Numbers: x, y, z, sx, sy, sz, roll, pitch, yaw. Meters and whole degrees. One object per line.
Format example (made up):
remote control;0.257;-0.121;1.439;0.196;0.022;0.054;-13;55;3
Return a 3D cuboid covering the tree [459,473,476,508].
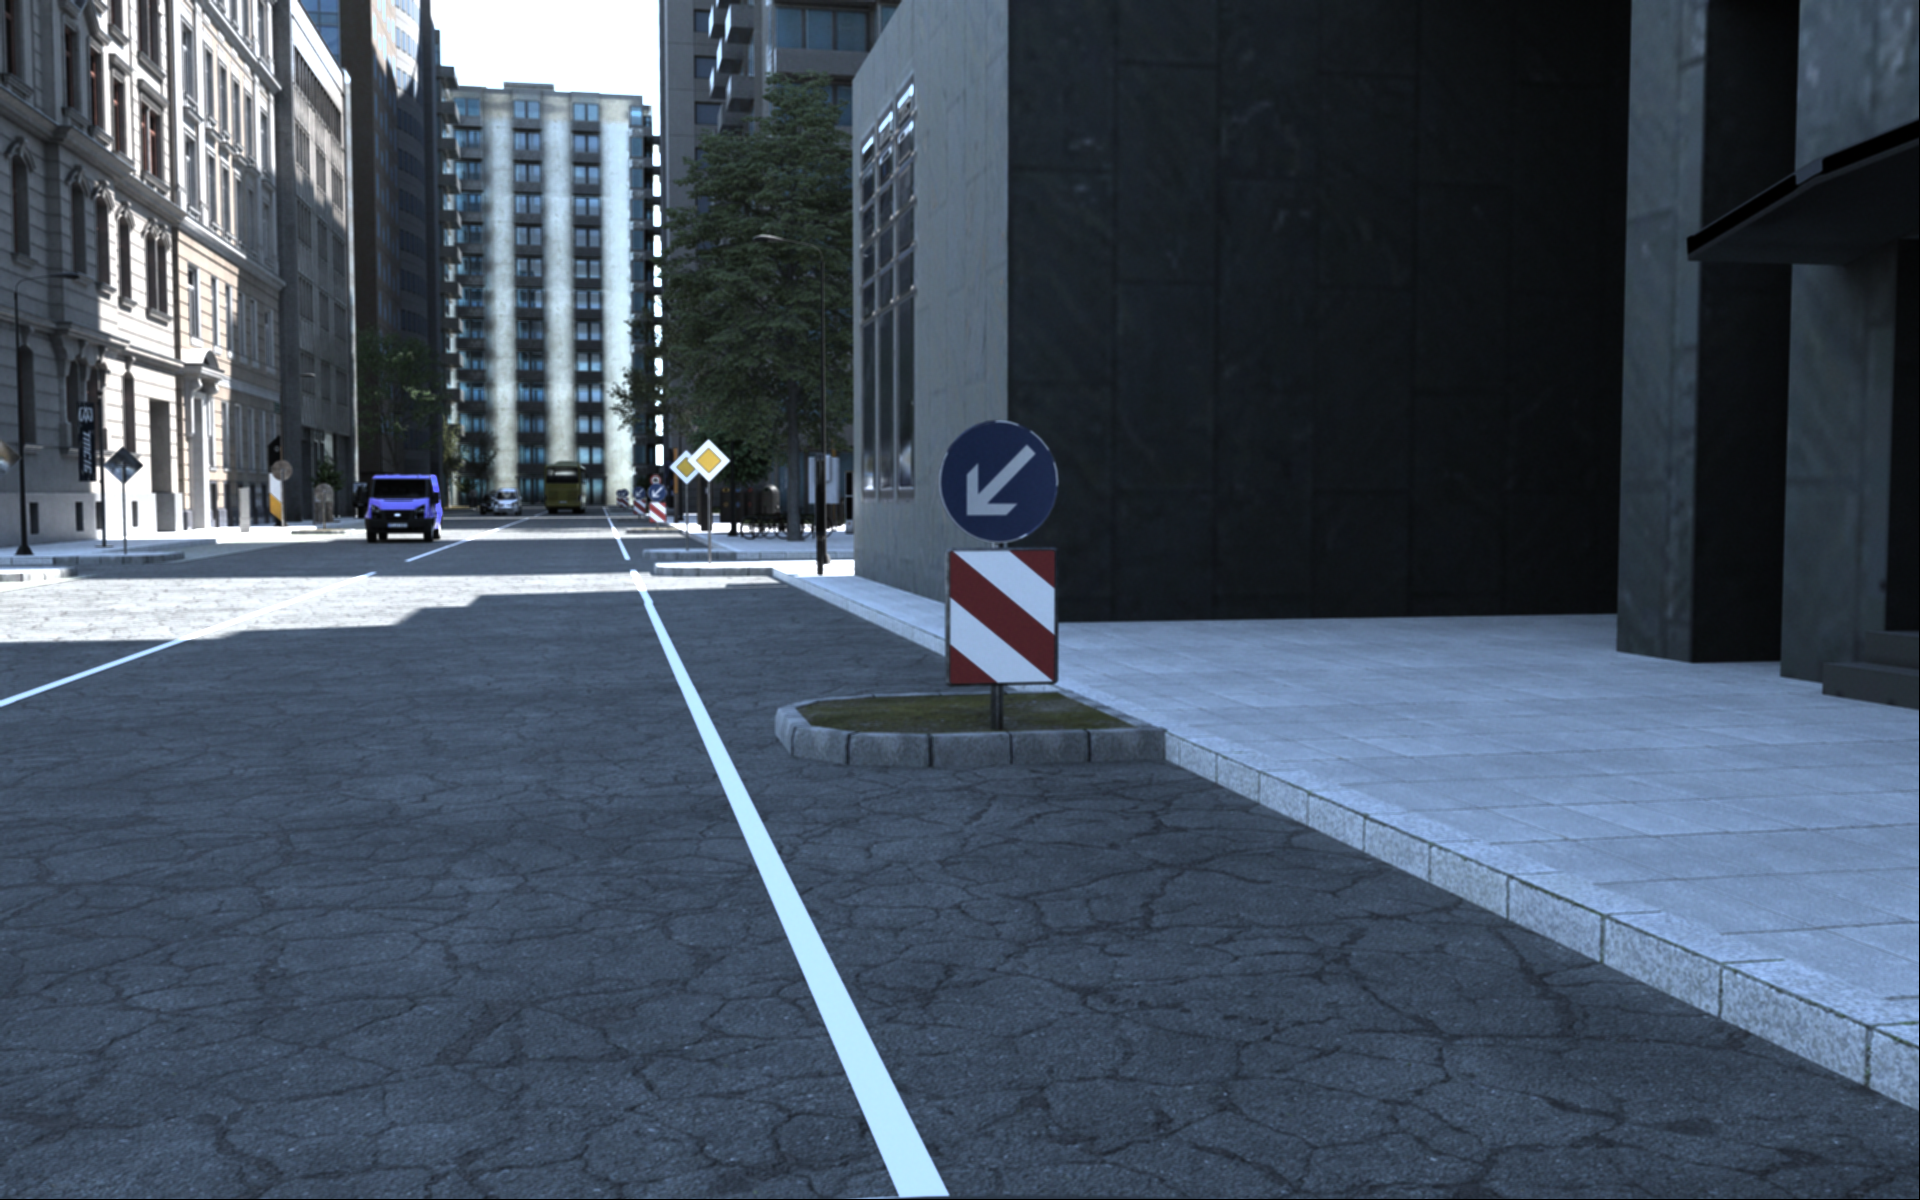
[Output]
tree;-45.985;-10.223;161.743;1.663;3.219;1.824;0;3;0

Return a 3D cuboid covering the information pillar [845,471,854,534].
information pillar;-3.496;-3.133;55.713;0.304;2.012;0.304;2;4;24

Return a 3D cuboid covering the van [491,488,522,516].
van;-30.441;-6.697;116.501;2.013;2.044;4.112;-1;4;-11

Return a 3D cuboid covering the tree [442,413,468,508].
tree;-45.987;-12.539;155.370;4.737;8.622;4.395;0;3;0

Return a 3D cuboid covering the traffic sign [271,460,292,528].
traffic sign;-25.403;-3.963;64.904;0.768;2.556;0.104;0;4;-4

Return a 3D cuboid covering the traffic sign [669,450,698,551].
traffic sign;-6.192;-2.178;39.256;0.795;2.450;0.064;-1;4;-12

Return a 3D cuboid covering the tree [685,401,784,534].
tree;-7.248;-4.441;56.330;4.285;4.588;4.351;0;3;0

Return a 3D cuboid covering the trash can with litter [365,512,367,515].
trash can with litter;-37.001;-5.802;105.922;2.233;1.210;1.678;2;4;31

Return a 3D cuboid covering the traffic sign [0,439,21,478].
traffic sign;-16.153;-1.553;29.041;0.795;2.450;0.064;-1;4;-12

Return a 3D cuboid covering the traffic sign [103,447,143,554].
traffic sign;-17.790;-2.031;36.857;0.795;2.450;0.064;-1;4;-12

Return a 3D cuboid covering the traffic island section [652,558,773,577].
traffic island section;-4.534;-0.565;31.522;2.009;0.180;2.903;-1;4;-12

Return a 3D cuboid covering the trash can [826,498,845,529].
trash can;-4.899;-3.476;68.485;0.748;1.137;0.748;0;3;0

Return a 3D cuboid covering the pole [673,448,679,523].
pole;-12.561;-5.061;76.594;0.158;3.312;0.155;0;3;0

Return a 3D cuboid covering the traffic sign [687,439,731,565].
traffic sign;-4.555;-1.700;31.440;0.795;2.450;0.064;-1;4;-12

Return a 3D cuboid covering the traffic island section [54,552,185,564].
traffic island section;-17.811;-0.895;36.914;2.009;0.180;2.903;-1;4;-12

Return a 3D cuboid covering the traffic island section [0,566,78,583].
traffic island section;-16.174;-0.417;29.098;2.009;0.180;2.903;-1;4;-12

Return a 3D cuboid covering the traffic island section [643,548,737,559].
traffic island section;-6.171;-1.043;39.338;2.009;0.180;2.903;-1;4;-12

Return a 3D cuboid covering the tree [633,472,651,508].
tree;-30.043;-10.269;162.502;1.663;3.219;1.824;0;3;0

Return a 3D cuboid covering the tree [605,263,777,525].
tree;-10.966;-8.340;70.777;7.601;10.594;8.767;-3;4;-37

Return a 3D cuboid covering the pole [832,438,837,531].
pole;-4.351;-4.039;59.878;0.158;3.312;0.155;0;3;0

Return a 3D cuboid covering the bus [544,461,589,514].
bus;-29.247;-8.393;128.774;2.896;3.916;12.252;-1;4;-10

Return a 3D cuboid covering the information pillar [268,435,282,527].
information pillar;-27.047;-4.714;68.432;0.183;3.616;0.504;3;5;40

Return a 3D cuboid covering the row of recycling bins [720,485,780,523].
row of recycling bins;-9.373;-4.288;77.220;3.534;1.692;1.069;3;5;40

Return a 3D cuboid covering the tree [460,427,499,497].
tree;-51.490;-14.415;186.047;4.360;8.622;3.978;0;3;0

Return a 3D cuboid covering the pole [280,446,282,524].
pole;-28.767;-4.865;73.385;0.158;3.312;0.155;0;3;0

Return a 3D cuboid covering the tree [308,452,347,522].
tree;-28.875;-5.146;78.744;1.663;3.219;1.824;0;3;0

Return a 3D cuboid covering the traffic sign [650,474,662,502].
traffic sign;-19.636;-6.830;111.775;0.768;2.556;0.104;0;4;-8

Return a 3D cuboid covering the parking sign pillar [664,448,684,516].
parking sign pillar;-16.923;-6.903;101.339;1.447;3.967;1.447;-1;4;-22

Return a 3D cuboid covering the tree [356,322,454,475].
tree;-34.487;-10.995;105.517;9.928;11.665;9.643;0;3;0

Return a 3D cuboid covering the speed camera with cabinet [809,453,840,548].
speed camera with cabinet;-2.523;-2.847;40.880;2.038;3.252;0.660;0;4;3

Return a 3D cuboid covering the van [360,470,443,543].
van;-17.001;-2.974;53.015;2.240;2.365;5.245;-1;4;-13

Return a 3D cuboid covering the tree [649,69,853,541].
tree;-4.573;-7.856;46.579;7.486;12.596;7.792;0;3;0

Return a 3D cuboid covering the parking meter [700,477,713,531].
parking meter;-8.705;-3.292;59.538;0.399;1.863;0.255;-2;4;-32
